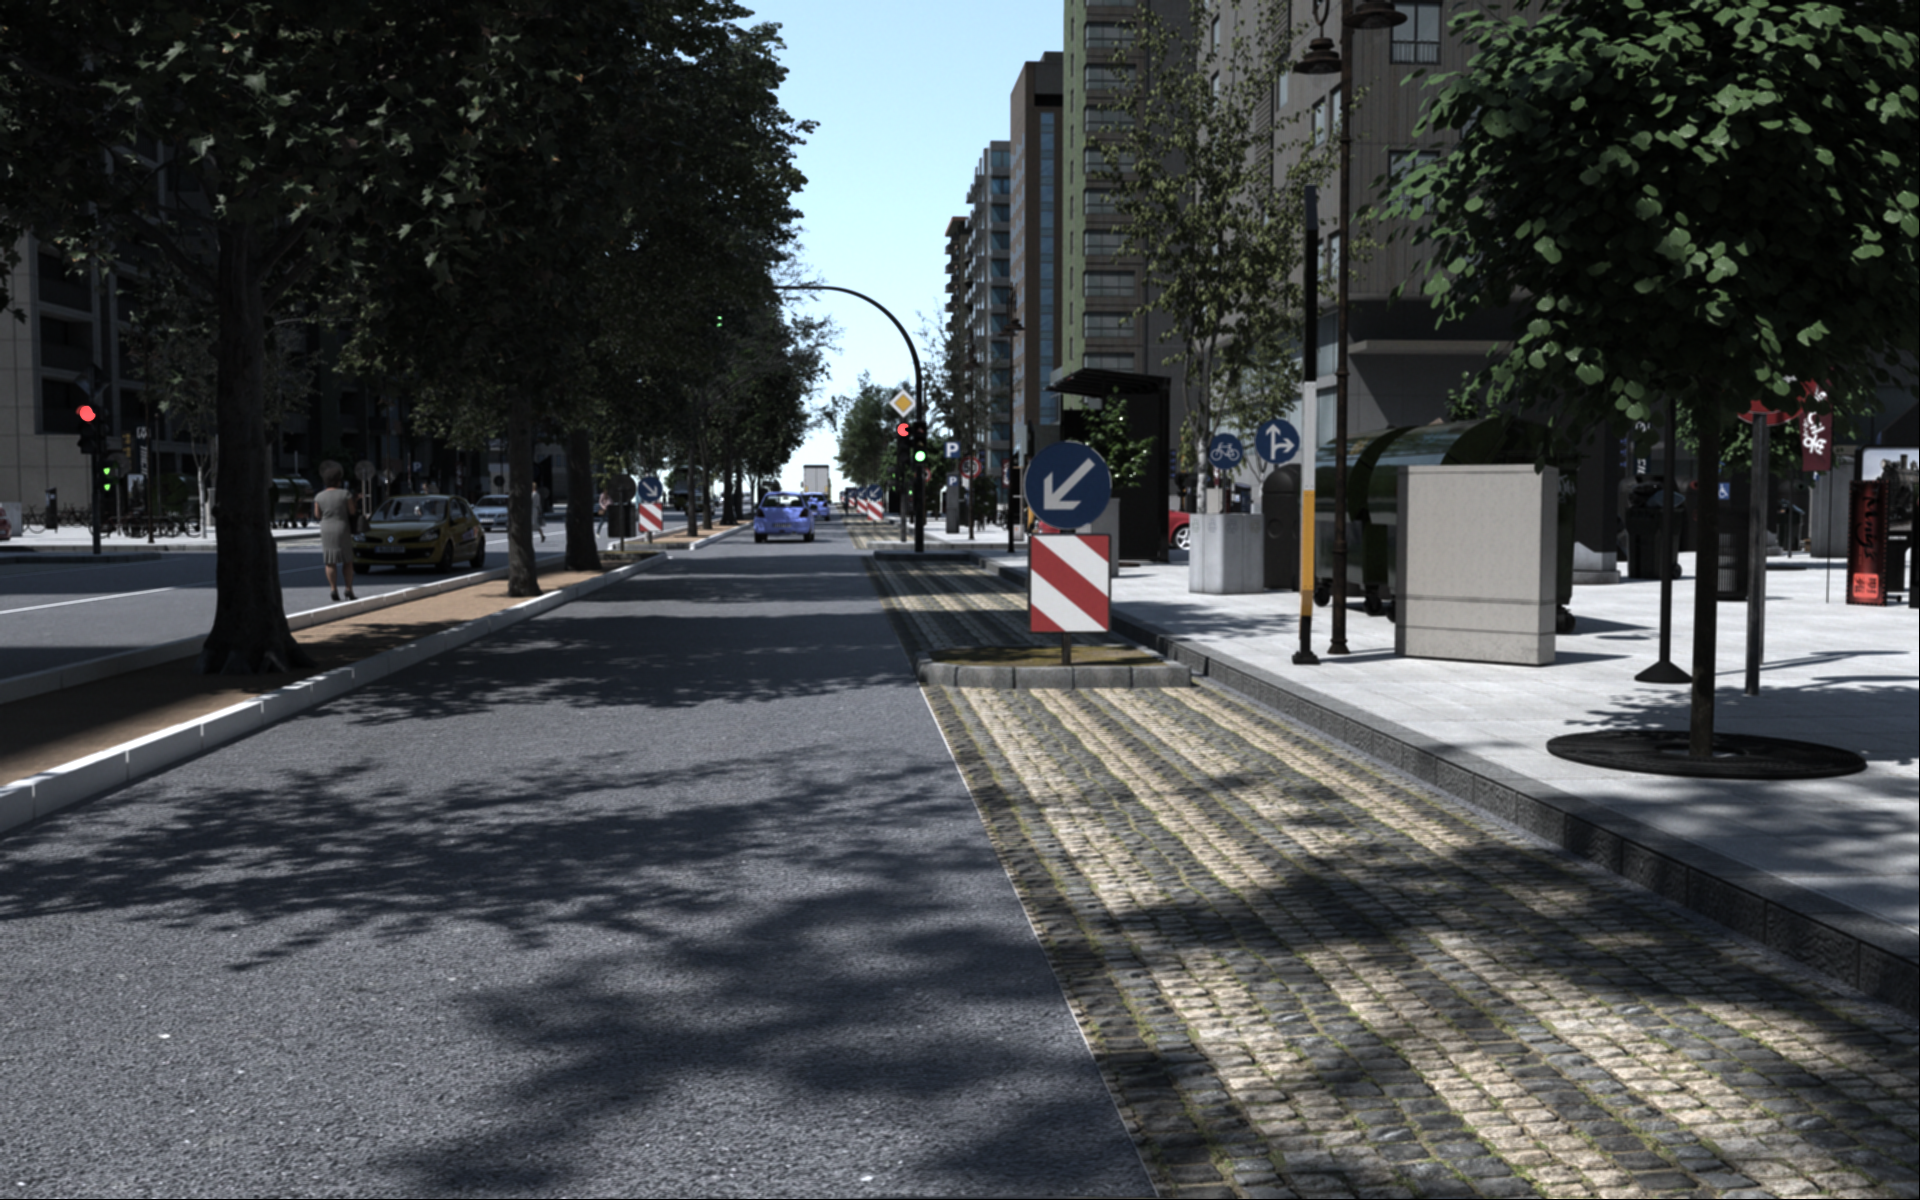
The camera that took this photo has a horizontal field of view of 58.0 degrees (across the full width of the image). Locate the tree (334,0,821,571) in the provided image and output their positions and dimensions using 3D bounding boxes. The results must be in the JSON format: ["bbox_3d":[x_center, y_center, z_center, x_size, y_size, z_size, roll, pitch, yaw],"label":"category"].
[{"bbox_3d":[-7.061,-7.514,31.973,9.857,13.997,8.962,0,3,0],"label":"tree"}]

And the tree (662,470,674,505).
[{"bbox_3d":[-33.905,-13.695,207.624,4.285,4.588,4.351,0,3,0],"label":"tree"}]

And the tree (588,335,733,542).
[{"bbox_3d":[-8.811,-5.848,48.438,4.737,8.622,4.395,0,3,0],"label":"tree"}]

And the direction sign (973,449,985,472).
[{"bbox_3d":[0.848,-5.815,87.074,0.876,3.537,0.379,2,4,23],"label":"direction sign"}]

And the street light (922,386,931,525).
[{"bbox_3d":[-1.472,-6.119,72.839,0.468,5.910,1.993,0,4,-4],"label":"street light"}]

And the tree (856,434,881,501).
[{"bbox_3d":[-8.432,-13.836,176.574,4.360,8.622,3.978,0,3,0],"label":"tree"}]

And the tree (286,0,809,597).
[{"bbox_3d":[-5.945,-6.283,23.320,7.486,12.596,7.792,0,3,0],"label":"tree"}]

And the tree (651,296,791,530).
[{"bbox_3d":[-10.213,-8.609,68.964,9.928,11.665,9.643,0,3,0],"label":"tree"}]

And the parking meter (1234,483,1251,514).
[{"bbox_3d":[6.417,-1.891,39.324,0.372,1.533,0.369,0,3,0],"label":"parking meter"}]

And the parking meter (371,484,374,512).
[{"bbox_3d":[-34.142,-5.783,100.268,0.399,1.863,0.255,3,5,43],"label":"parking meter"}]

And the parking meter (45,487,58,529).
[{"bbox_3d":[-33.127,-3.347,63.142,0.372,1.533,0.369,0,3,0],"label":"parking meter"}]

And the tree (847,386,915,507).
[{"bbox_3d":[-7.291,-14.706,166.200,9.928,11.665,9.643,0,3,0],"label":"tree"}]

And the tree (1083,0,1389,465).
[{"bbox_3d":[3.638,-4.527,24.386,4.737,8.622,4.395,0,3,0],"label":"tree"}]

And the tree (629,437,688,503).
[{"bbox_3d":[-31.253,-15.012,179.864,8.767,10.594,7.601,-1,4,-14],"label":"tree"}]

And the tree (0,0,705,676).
[{"bbox_3d":[-5.767,-5.756,13.583,9.611,12.733,9.660,0,3,0],"label":"tree"}]

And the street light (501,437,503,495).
[{"bbox_3d":[-24.702,-7.373,93.343,0.468,5.910,1.993,0,4,-4],"label":"street light"}]

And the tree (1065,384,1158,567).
[{"bbox_3d":[2.776,-2.201,30.592,1.663,3.219,1.824,0,3,0],"label":"tree"}]

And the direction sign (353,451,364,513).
[{"bbox_3d":[-31.336,-6.017,90.370,0.876,3.537,0.379,2,4,35],"label":"direction sign"}]

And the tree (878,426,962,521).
[{"bbox_3d":[-1.167,-6.090,83.291,4.285,4.588,4.351,0,3,0],"label":"tree"}]

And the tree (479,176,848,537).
[{"bbox_3d":[-8.934,-8.833,57.245,12.009,13.543,11.850,0,3,0],"label":"tree"}]

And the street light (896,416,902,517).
[{"bbox_3d":[-3.311,-7.602,97.074,0.468,5.910,1.993,0,4,-4],"label":"street light"}]

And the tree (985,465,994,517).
[{"bbox_3d":[1.183,-6.286,97.377,1.663,3.219,1.824,0,3,0],"label":"tree"}]

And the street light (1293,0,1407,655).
[{"bbox_3d":[3.043,-2.505,13.741,0.468,5.910,1.993,0,4,-4],"label":"street light"}]

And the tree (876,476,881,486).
[{"bbox_3d":[-6.757,-9.884,156.199,1.663,3.219,1.824,0,3,0],"label":"tree"}]

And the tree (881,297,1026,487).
[{"bbox_3d":[0.017,-6.984,64.544,4.360,8.622,3.978,0,3,0],"label":"tree"}]

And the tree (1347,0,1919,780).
[{"bbox_3d":[3.564,-1.509,8.394,4.285,4.588,4.351,0,3,0],"label":"tree"}]

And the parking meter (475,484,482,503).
[{"bbox_3d":[-26.858,-5.562,96.652,0.255,1.863,0.399,0,4,4],"label":"parking meter"}]

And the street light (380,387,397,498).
[{"bbox_3d":[-22.713,-5.873,68.816,0.468,5.910,1.993,0,4,-4],"label":"street light"}]

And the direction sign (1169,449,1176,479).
[{"bbox_3d":[10.527,-5.850,87.651,0.876,3.537,0.379,3,4,37],"label":"direction sign"}]

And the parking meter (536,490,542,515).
[{"bbox_3d":[-25.256,-5.835,103.808,0.372,1.533,0.369,0,3,0],"label":"parking meter"}]

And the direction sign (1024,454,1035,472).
[{"bbox_3d":[3.933,-6.487,98.062,0.379,3.537,0.876,3,5,45],"label":"direction sign"}]

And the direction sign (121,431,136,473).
[{"bbox_3d":[-29.541,-4.284,62.033,0.876,3.537,0.379,0,4,0],"label":"direction sign"}]

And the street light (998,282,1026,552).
[{"bbox_3d":[1.125,-3.984,37.933,0.468,5.910,1.993,0,4,-4],"label":"street light"}]

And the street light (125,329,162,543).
[{"bbox_3d":[-21.112,-4.419,45.031,0.468,5.910,1.993,0,4,-4],"label":"street light"}]

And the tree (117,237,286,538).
[{"bbox_3d":[-21.828,-6.075,49.681,4.360,8.622,3.978,0,3,0],"label":"tree"}]

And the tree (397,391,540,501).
[{"bbox_3d":[-24.153,-9.230,85.324,7.601,10.594,8.767,0,4,-6],"label":"tree"}]

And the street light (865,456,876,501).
[{"bbox_3d":[-8.935,-12.217,172.538,0.468,5.910,1.993,0,4,-4],"label":"street light"}]

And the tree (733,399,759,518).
[{"bbox_3d":[-11.625,-8.188,86.695,4.737,8.622,4.395,0,3,0],"label":"tree"}]

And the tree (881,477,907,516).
[{"bbox_3d":[-3.354,-6.514,101.111,1.663,3.219,1.824,0,3,0],"label":"tree"}]

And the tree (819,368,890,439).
[{"bbox_3d":[-15.428,-24.942,263.687,12.611,20.169,13.585,0,3,0],"label":"tree"}]

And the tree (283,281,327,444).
[{"bbox_3d":[-22.586,-6.446,55.752,4.360,8.622,3.978,0,3,0],"label":"tree"}]

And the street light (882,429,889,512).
[{"bbox_3d":[-5.376,-9.280,124.515,0.468,5.910,1.993,0,4,-4],"label":"street light"}]

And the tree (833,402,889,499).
[{"bbox_3d":[-12.277,-18.086,213.840,7.486,12.596,7.792,0,3,0],"label":"tree"}]

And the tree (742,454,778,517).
[{"bbox_3d":[-12.829,-9.423,106.887,4.360,8.622,3.978,0,3,0],"label":"tree"}]

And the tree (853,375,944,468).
[{"bbox_3d":[-4.903,-12.272,135.054,7.601,10.594,8.767,1,4,15],"label":"tree"}]

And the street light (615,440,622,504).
[{"bbox_3d":[-28.533,-10.532,144.991,0.468,5.910,1.993,0,4,-4],"label":"street light"}]

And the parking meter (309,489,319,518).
[{"bbox_3d":[-32.452,-4.820,87.222,0.372,1.533,0.369,0,3,0],"label":"parking meter"}]

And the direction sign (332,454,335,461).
[{"bbox_3d":[-35.722,-6.536,98.857,0.379,3.537,0.876,-2,4,-27],"label":"direction sign"}]

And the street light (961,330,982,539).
[{"bbox_3d":[0.326,-4.654,48.886,0.468,5.910,1.993,0,4,-4],"label":"street light"}]

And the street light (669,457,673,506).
[{"bbox_3d":[-32.262,-13.474,193.094,0.468,5.910,1.993,0,4,-4],"label":"street light"}]

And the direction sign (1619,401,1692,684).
[{"bbox_3d":[4.831,-1.210,11.775,0.379,3.537,0.876,3,5,43],"label":"direction sign"}]

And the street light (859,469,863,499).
[{"bbox_3d":[-11.657,-14.359,207.556,0.468,5.910,1.993,0,4,-4],"label":"street light"}]
